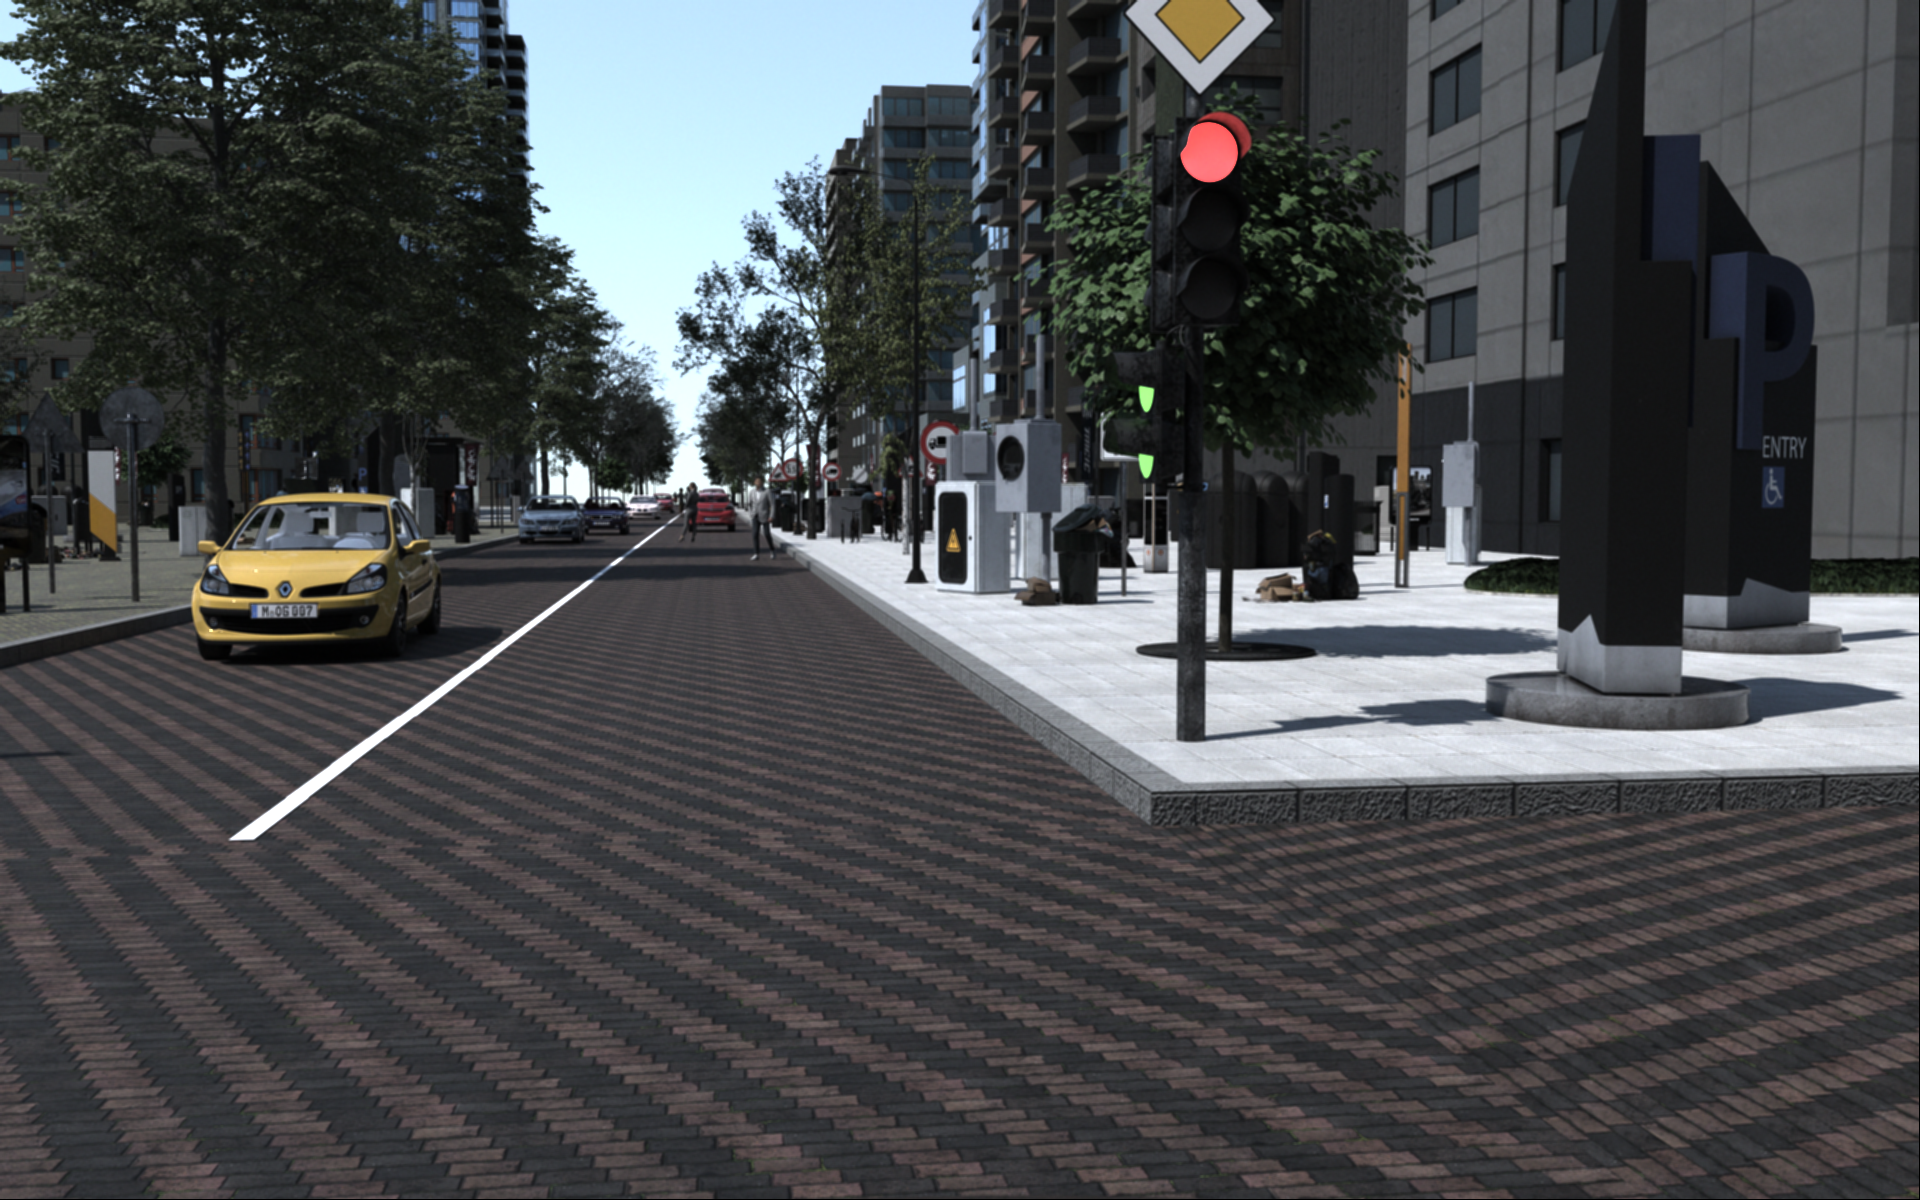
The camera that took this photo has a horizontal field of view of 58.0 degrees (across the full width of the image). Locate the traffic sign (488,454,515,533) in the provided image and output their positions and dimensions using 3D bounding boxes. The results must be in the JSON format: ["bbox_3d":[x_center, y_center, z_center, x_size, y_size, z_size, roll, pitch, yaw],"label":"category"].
[{"bbox_3d":[-14.921,-3.448,56.372,0.884,2.594,0.081,0,4,-2],"label":"traffic sign"}]

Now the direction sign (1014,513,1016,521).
[{"bbox_3d":[2.657,-5.629,84.032,0.379,3.537,0.876,1,4,13],"label":"direction sign"}]

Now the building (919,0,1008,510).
[{"bbox_3d":[9.213,-50.075,131.405,22.319,86.520,31.000,-1,4,-8],"label":"building"}]

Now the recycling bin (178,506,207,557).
[{"bbox_3d":[-15.667,-1.420,35.774,0.722,1.027,0.722,-1,4,-11],"label":"recycling bin"}]

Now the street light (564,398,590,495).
[{"bbox_3d":[-18.542,-6.795,83.638,1.470,5.913,1.316,-1,4,-8],"label":"street light"}]

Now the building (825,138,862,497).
[{"bbox_3d":[-6.661,-37.268,233.034,21.300,48.544,21.600,-1,4,-8],"label":"building"}]

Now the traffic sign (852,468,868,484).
[{"bbox_3d":[-4.806,-5.083,83.215,0.768,2.556,0.104,0,4,-8],"label":"traffic sign"}]

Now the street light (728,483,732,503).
[{"bbox_3d":[-16.459,-9.577,129.132,1.470,5.913,1.316,-1,4,-8],"label":"street light"}]

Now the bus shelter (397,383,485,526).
[{"bbox_3d":[-19.563,-5.357,65.217,2.179,5.291,8.768,-1,4,-8],"label":"bus shelter"}]

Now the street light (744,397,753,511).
[{"bbox_3d":[-9.667,-6.773,83.272,1.470,5.913,1.316,-1,4,-8],"label":"street light"}]

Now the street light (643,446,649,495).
[{"bbox_3d":[-30.421,-11.807,165.578,1.470,5.913,1.316,-1,4,-8],"label":"street light"}]

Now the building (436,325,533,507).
[{"bbox_3d":[-62.414,-21.048,189.173,27.650,21.520,28.899,-1,4,-8],"label":"building"}]

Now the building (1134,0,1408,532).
[{"bbox_3d":[13.598,-17.925,64.772,14.160,30.474,14.107,-1,4,-8],"label":"building"}]

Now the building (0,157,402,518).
[{"bbox_3d":[-53.385,-16.869,120.849,27.650,21.520,28.899,-1,4,-8],"label":"building"}]

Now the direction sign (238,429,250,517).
[{"bbox_3d":[-24.890,-4.176,60.271,0.876,3.537,0.379,3,5,44],"label":"direction sign"}]

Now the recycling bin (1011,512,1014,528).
[{"bbox_3d":[1.618,-3.301,66.530,0.722,1.027,0.722,-1,4,-21],"label":"recycling bin"}]

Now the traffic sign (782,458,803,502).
[{"bbox_3d":[-5.952,-3.761,61.599,0.768,2.556,0.104,0,4,-8],"label":"traffic sign"}]

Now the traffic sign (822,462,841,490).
[{"bbox_3d":[-5.098,-4.208,68.911,0.768,2.556,0.104,0,4,-4],"label":"traffic sign"}]

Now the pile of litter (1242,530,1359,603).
[{"bbox_3d":[4.144,-0.435,21.079,1.719,0.858,1.176,-1,4,-22],"label":"pile of litter"}]

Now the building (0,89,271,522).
[{"bbox_3d":[-48.299,-15.131,92.432,27.650,21.520,28.899,-1,4,-8],"label":"building"}]

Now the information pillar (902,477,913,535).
[{"bbox_3d":[-1.622,-3.055,54.433,0.304,2.012,0.304,1,4,18],"label":"information pillar"}]

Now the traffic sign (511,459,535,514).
[{"bbox_3d":[-16.192,-3.924,64.153,0.884,2.594,0.081,0,4,-7],"label":"traffic sign"}]

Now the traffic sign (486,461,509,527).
[{"bbox_3d":[-18.075,-4.140,67.685,0.884,2.594,0.081,0,4,-4],"label":"traffic sign"}]

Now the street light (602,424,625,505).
[{"bbox_3d":[-22.920,-8.632,113.668,1.470,5.913,1.316,-1,4,-8],"label":"street light"}]

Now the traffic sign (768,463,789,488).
[{"bbox_3d":[-7.553,-4.409,72.098,0.884,2.594,0.081,0,4,-5],"label":"traffic sign"}]

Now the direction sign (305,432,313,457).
[{"bbox_3d":[-21.518,-3.997,57.344,0.379,3.537,0.876,0,4,-8],"label":"direction sign"}]

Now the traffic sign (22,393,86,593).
[{"bbox_3d":[-11.719,-1.363,22.293,0.884,2.594,0.081,0,4,-8],"label":"traffic sign"}]

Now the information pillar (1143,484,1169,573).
[{"bbox_3d":[3.188,-1.445,28.124,0.304,2.012,0.304,-2,4,-25],"label":"information pillar"}]

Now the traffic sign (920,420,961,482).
[{"bbox_3d":[-0.316,-1.824,29.934,0.768,2.556,0.104,0,4,-4],"label":"traffic sign"}]

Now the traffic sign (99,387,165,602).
[{"bbox_3d":[-9.828,-1.252,20.575,0.768,2.556,0.104,0,4,-2],"label":"traffic sign"}]

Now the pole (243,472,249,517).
[{"bbox_3d":[-30.240,-4.864,73.365,0.158,3.312,0.155,0,3,0],"label":"pole"}]

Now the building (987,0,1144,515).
[{"bbox_3d":[13.461,-27.385,102.366,22.147,44.769,28.867,-1,4,-8],"label":"building"}]

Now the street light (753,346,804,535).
[{"bbox_3d":[-5.604,-4.982,53.992,1.470,5.913,1.316,-1,4,-8],"label":"street light"}]

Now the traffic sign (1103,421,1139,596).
[{"bbox_3d":[2.057,-1.196,21.689,0.606,2.300,0.079,0,4,-5],"label":"traffic sign"}]

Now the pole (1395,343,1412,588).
[{"bbox_3d":[6.047,-1.820,23.601,0.158,3.312,0.155,0,3,0],"label":"pole"}]

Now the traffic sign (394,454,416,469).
[{"bbox_3d":[-17.696,-3.364,55.102,0.768,2.556,0.104,0,4,-2],"label":"traffic sign"}]

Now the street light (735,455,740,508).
[{"bbox_3d":[-12.086,-7.732,98.951,1.470,5.913,1.316,-1,4,-8],"label":"street light"}]

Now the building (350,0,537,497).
[{"bbox_3d":[-64.784,-55.368,217.942,22.319,86.520,31.000,-1,4,-8],"label":"building"}]

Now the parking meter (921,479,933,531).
[{"bbox_3d":[-1.138,-3.336,60.263,0.255,1.863,0.399,-2,4,-35],"label":"parking meter"}]

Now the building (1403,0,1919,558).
[{"bbox_3d":[22.598,-36.361,32.760,20.611,71.187,20.563,-1,4,-8],"label":"building"}]

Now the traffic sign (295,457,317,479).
[{"bbox_3d":[-18.137,-2.810,48.070,0.606,2.300,0.079,0,4,-3],"label":"traffic sign"}]

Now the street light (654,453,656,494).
[{"bbox_3d":[-34.652,-13.600,194.908,1.470,5.913,1.316,-1,4,-8],"label":"street light"}]

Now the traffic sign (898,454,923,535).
[{"bbox_3d":[-1.582,-3.292,53.829,0.884,2.594,0.081,0,4,-7],"label":"traffic sign"}]

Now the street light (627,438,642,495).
[{"bbox_3d":[-27.311,-10.449,143.390,1.470,5.913,1.316,-1,4,-8],"label":"street light"}]

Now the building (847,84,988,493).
[{"bbox_3d":[-1.091,-35.924,206.961,23.786,49.044,30.456,-1,4,-8],"label":"building"}]

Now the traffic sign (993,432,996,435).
[{"bbox_3d":[0.917,-2.014,33.035,0.768,2.556,0.104,0,4,-4],"label":"traffic sign"}]

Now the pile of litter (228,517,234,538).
[{"bbox_3d":[-18.690,-1.866,44.481,1.176,0.858,1.719,0,4,-4],"label":"pile of litter"}]

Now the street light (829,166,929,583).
[{"bbox_3d":[-1.164,-3.194,24.766,1.470,5.913,1.316,-1,4,-8],"label":"street light"}]

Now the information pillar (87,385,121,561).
[{"bbox_3d":[-16.384,-2.553,33.102,0.504,3.616,0.183,0,4,-6],"label":"information pillar"}]
